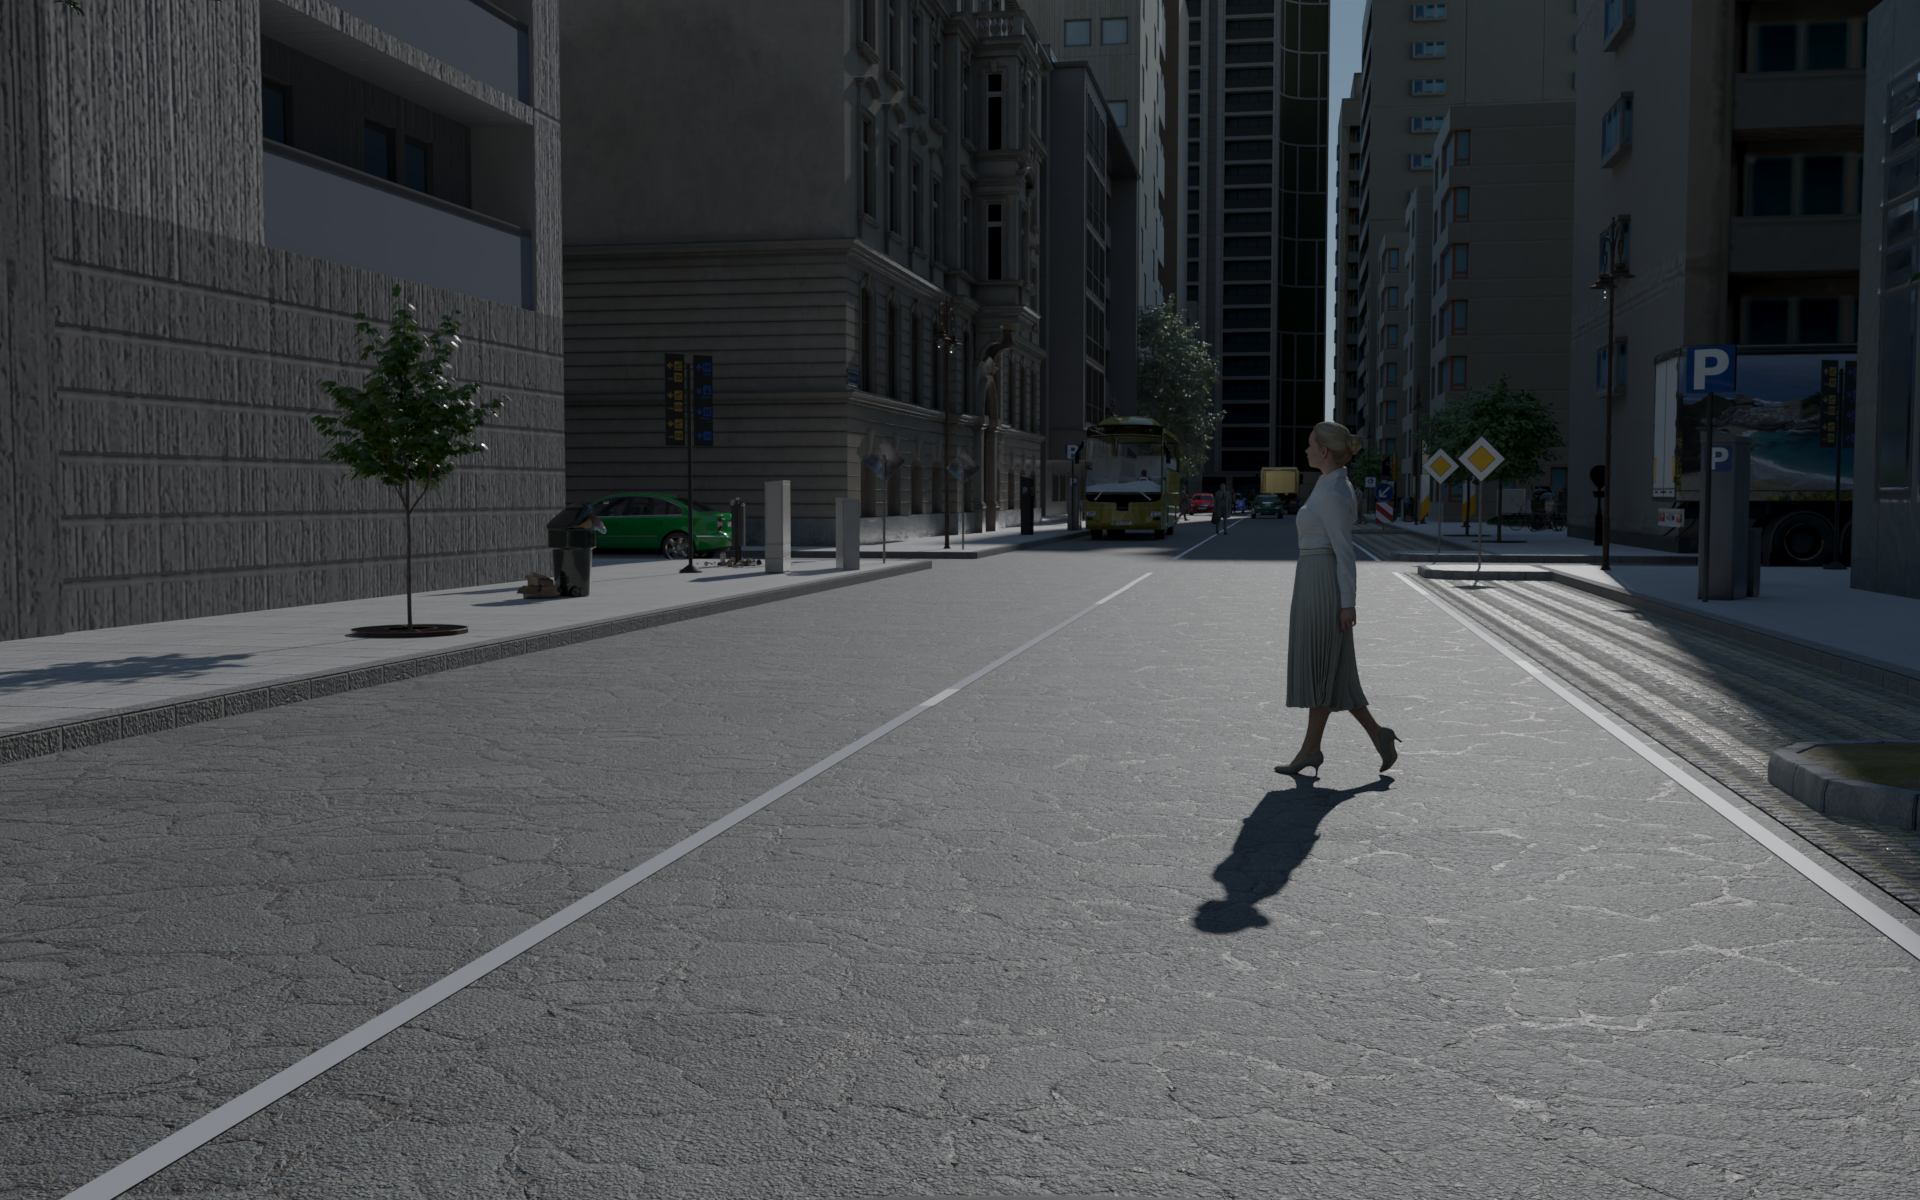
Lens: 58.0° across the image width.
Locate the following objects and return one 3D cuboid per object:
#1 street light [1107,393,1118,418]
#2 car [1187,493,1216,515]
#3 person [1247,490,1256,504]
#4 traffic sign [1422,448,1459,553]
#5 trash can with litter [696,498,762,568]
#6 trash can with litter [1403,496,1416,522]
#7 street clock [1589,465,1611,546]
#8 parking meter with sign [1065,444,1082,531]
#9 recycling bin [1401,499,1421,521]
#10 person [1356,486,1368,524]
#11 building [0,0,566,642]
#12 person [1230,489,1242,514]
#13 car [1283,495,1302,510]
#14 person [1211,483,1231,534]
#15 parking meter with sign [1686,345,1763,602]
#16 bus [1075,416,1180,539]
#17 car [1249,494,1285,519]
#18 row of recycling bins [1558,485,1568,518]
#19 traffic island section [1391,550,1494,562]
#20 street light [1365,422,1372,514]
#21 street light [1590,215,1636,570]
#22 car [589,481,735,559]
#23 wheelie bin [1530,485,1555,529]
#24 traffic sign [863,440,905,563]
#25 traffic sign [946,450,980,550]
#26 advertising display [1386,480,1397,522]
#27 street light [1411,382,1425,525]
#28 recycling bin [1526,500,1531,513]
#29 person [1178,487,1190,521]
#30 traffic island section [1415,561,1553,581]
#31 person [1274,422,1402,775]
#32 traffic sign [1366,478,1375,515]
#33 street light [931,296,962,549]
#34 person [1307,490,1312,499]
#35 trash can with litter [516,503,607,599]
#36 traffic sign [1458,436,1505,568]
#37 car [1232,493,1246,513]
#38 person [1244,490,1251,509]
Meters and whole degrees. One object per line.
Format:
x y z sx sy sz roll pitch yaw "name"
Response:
7.021 -6.529 79.533 0.468 5.910 1.993 1 4 11 "street light"
16.487 -6.627 117.396 2.155 1.783 4.494 1 4 10 "car"
25.260 -8.602 149.282 1.348 1.807 0.705 -2 4 -29 "person"
10.482 -2.092 37.840 0.795 2.450 0.064 1 4 11 "traffic sign"
-4.123 -1.222 31.045 1.678 1.210 2.233 0 4 -1 "trash can with litter"
20.617 -4.154 79.305 0.624 1.170 1.055 1 4 9 "trash can with litter"
15.837 -2.345 42.905 0.471 2.002 0.358 1 4 11 "street clock"
4.036 -3.958 60.981 0.543 3.016 1.738 1 4 9 "parking meter with sign"
21.652 -4.315 83.101 0.722 1.027 0.722 -1 4 -19 "recycling bin"
18.805 -4.463 81.594 0.853 1.813 0.709 0 4 -8 "person"
-20.749 -29.450 23.503 28.212 58.520 21.231 1 4 11 "building"
19.603 -7.081 124.376 1.348 1.812 0.705 1 4 18 "person"
29.805 -8.799 155.861 2.014 1.417 4.499 1 4 11 "car"
9.299 -3.236 61.517 0.694 1.812 0.767 0 4 -2 "person"
9.358 -1.520 21.109 0.543 3.016 1.738 3 4 38 "parking meter with sign"
5.904 -4.086 58.350 2.896 3.916 12.252 1 4 9 "bus"
18.130 -5.533 102.270 2.131 1.459 4.920 1 4 9 "car"
26.191 -4.096 74.085 1.069 1.692 3.534 1 4 16 "row of recycling bins"
10.507 -0.956 37.912 2.009 0.180 2.903 1 4 11 "traffic island section"
26.040 -8.414 110.364 0.468 5.910 1.993 1 4 11 "street light"
10.886 -3.440 29.029 0.468 5.910 1.993 1 4 11 "street light"
-6.930 -1.672 36.140 4.718 1.807 1.959 1 4 9 "car"
21.131 -3.358 62.810 0.693 1.594 0.980 -3 4 -37 "wheelie bin"
-1.399 -1.732 31.956 0.795 2.450 0.064 1 4 11 "traffic sign"
0.073 -2.212 39.805 0.795 2.450 0.064 1 4 11 "traffic sign"
19.966 -4.583 80.152 0.123 1.923 0.974 0 4 -7 "advertising display"
18.942 -6.052 71.736 0.468 5.910 1.993 1 4 11 "street light"
25.183 -3.848 75.476 0.722 1.027 0.722 -3 5 -41 "recycling bin"
11.794 -5.087 91.637 0.822 1.834 0.622 -1 4 -15 "person"
9.035 -0.476 30.064 2.009 0.180 2.903 1 4 11 "traffic island section"
1.937 -0.006 8.823 0.641 1.798 0.478 2 4 25 "person"
24.962 -6.312 105.334 0.606 2.300 0.079 1 4 18 "traffic sign"
-0.305 -4.140 40.470 0.468 5.910 1.993 1 4 11 "street light"
34.754 -9.999 171.989 0.705 1.823 1.348 -1 4 -10 "person"
-4.945 -0.617 21.475 0.624 1.170 1.055 2 4 32 "trash can with litter"
9.011 -1.612 29.991 0.795 2.450 0.064 1 4 11 "traffic sign"
20.349 -7.301 128.965 1.945 1.707 3.694 1 4 10 "car"
27.518 -9.521 164.304 1.348 1.807 0.705 2 4 30 "person"
